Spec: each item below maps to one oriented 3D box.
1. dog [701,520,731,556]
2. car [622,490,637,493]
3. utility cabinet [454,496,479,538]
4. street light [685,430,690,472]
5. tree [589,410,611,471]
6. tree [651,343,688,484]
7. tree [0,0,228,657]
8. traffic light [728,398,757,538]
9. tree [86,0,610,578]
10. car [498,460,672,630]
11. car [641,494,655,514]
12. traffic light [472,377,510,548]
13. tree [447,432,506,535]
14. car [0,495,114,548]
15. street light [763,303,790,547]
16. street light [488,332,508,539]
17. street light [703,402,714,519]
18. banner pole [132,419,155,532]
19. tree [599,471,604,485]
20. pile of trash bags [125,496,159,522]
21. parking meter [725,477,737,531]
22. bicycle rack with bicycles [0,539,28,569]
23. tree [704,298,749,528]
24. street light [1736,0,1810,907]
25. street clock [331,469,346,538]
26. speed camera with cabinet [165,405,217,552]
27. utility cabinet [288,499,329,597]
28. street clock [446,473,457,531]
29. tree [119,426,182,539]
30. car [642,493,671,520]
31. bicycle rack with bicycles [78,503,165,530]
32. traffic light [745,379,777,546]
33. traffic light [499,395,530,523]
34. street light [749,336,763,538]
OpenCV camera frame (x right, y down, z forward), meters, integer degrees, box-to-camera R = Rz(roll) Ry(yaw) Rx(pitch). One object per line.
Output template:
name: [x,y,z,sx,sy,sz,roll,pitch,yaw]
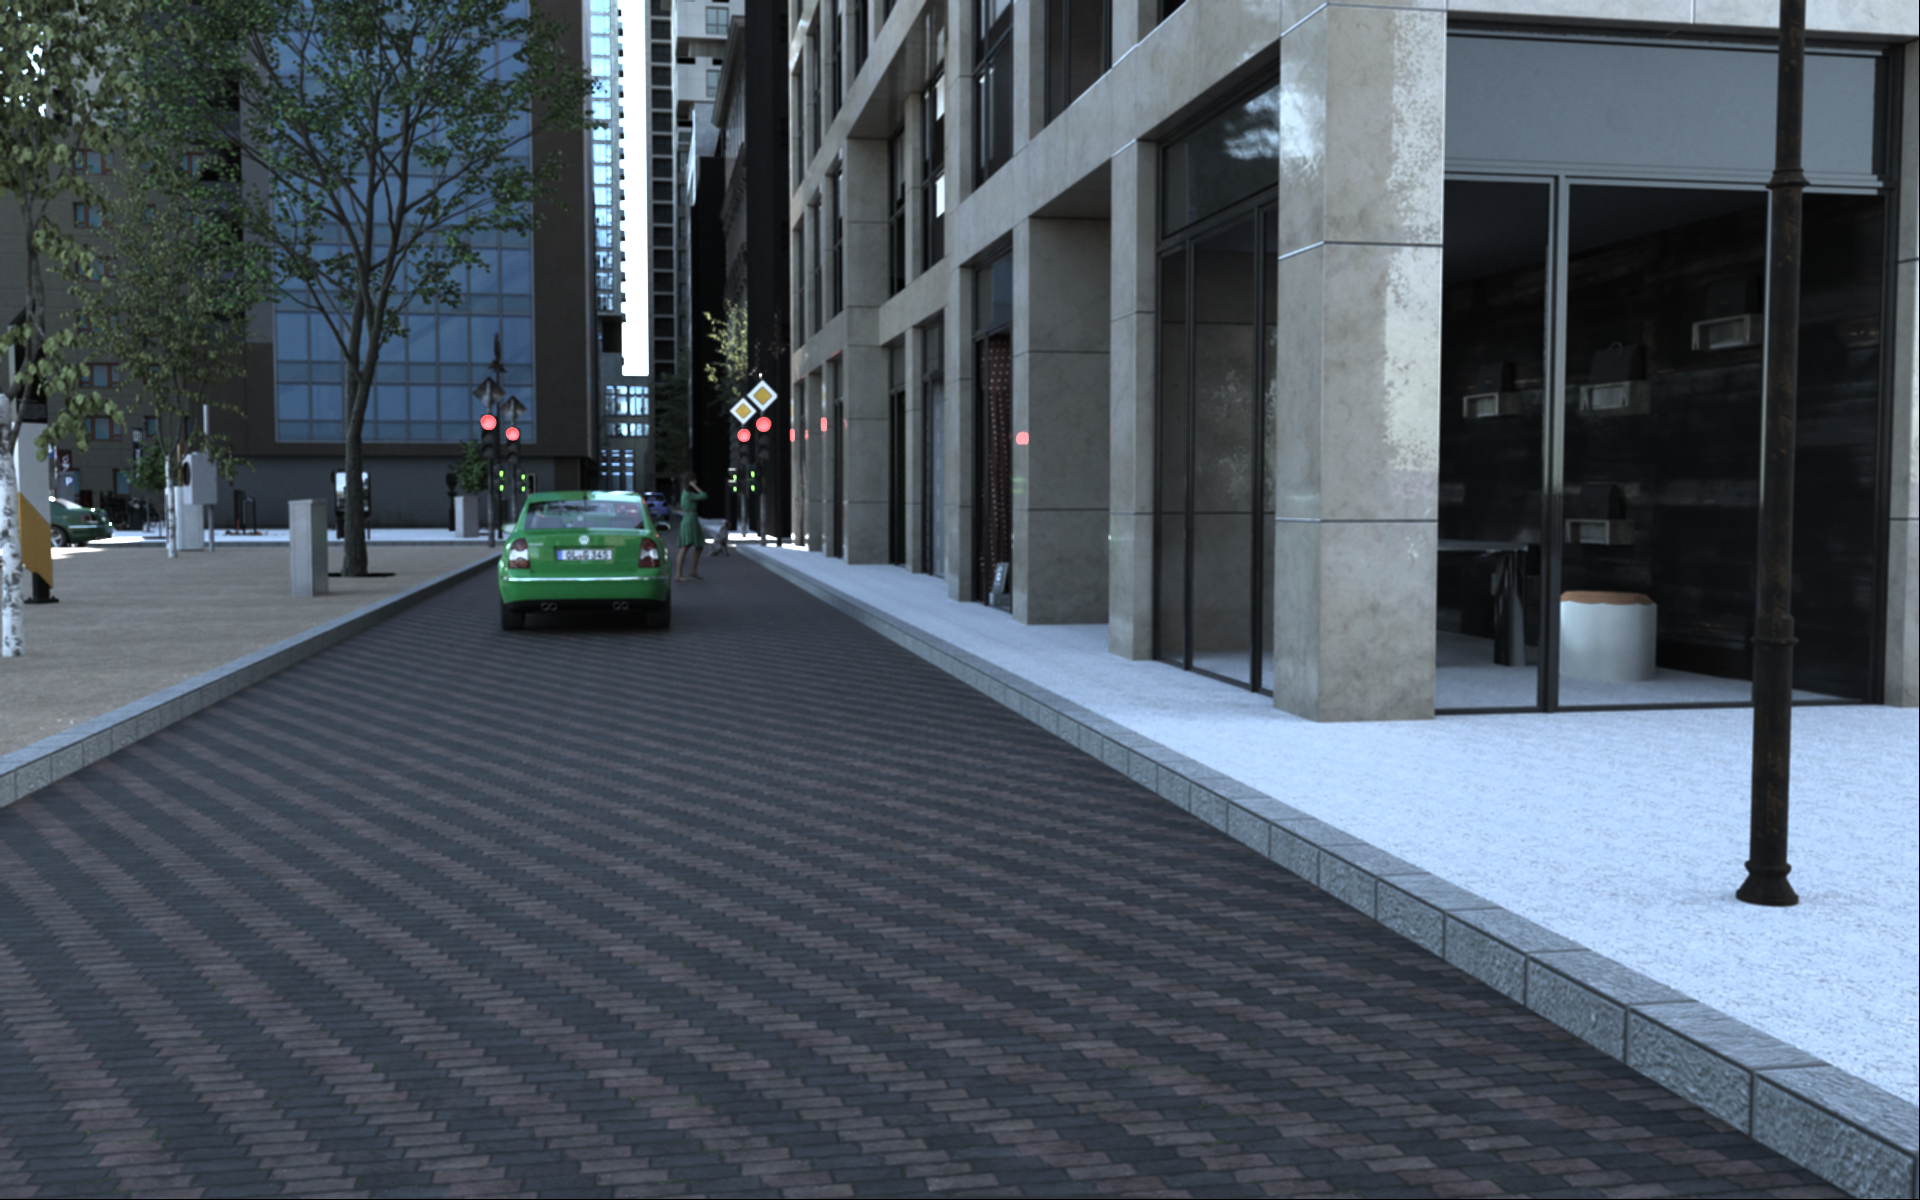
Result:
dog: [-5.710,-1.435,40.291,0.800,0.831,0.513,-1,4,-12]
car: [-33.315,-10.143,174.504,2.281,1.827,5.304,-1,4,-8]
utility cabinet: [-14.532,-2.438,51.022,0.306,1.237,1.020,1,4,9]
street light: [-19.487,-9.255,124.106,0.468,5.910,1.993,-1,4,-10]
tree: [-26.010,-10.262,118.148,4.360,8.622,3.978,0,3,0]
tree: [-19.443,-12.951,129.879,7.486,12.596,7.792,0,3,0]
tree: [-7.557,-3.844,13.219,4.737,8.622,4.395,0,3,0]
traffic light: [-6.323,-3.765,50.470,0.839,4.253,0.868,-1,4,-10]
tree: [-9.261,-6.173,26.685,9.928,11.665,9.643,0,3,0]
car: [-4.255,-0.670,19.748,1.959,1.807,4.718,-1,4,-11]
car: [-11.832,-3.179,61.011,2.155,1.783,4.494,-1,4,-10]
traffic light: [-11.216,-3.211,41.428,0.839,4.253,0.868,-1,4,-10]
tree: [-15.084,-3.627,53.907,1.663,3.219,1.824,0,3,0]
car: [-23.980,-1.938,43.477,4.920,1.459,2.131,-1,4,-10]
street light: [-4.411,-4.240,42.116,0.468,5.910,1.993,-1,4,-10]
street light: [-13.169,-4.688,49.437,0.468,5.910,1.993,-1,4,-10]
street light: [-12.665,-7.005,87.325,0.468,5.910,1.993,-1,4,-10]
banner pole: [-27.252,-4.139,57.693,0.401,3.779,0.863,1,4,14]
tree: [-36.412,-11.313,168.687,4.285,4.588,4.351,0,3,0]
pile of trash bags: [-37.580,-4.302,80.097,3.447,1.369,1.912,-3,4,-37]
parking meter: [-7.960,-3.337,60.265,0.255,1.863,0.399,3,4,36]
bicycle rack with bicycles: [-17.044,-0.958,29.038,2.925,0.926,2.852,1,4,19]
tree: [-7.812,-7.019,65.123,4.360,8.622,3.978,0,3,0]
street light: [2.551,-1.988,5.294,0.468,5.910,1.993,-1,4,-10]
street clock: [-18.013,-2.801,50.366,0.471,2.002,0.358,1,4,19]
speed camera with cabinet: [-17.243,-2.719,38.794,0.660,3.252,2.038,-3,5,-40]
utility cabinet: [-8.292,-0.666,22.046,0.306,1.237,1.020,-1,4,-10]
street clock: [-17.600,-3.391,60.011,0.358,2.002,0.471,-3,5,-39]
tree: [-23.044,-3.378,49.836,1.663,3.219,1.824,0,3,0]
car: [-16.943,-5.270,95.749,1.945,1.707,3.694,-1,4,-9]
bicycle rack with bicycles: [-31.970,-3.249,66.499,2.852,0.926,2.925,0,4,-6]
traffic light: [-4.866,-3.284,42.619,0.839,4.253,0.868,-1,4,-10]
traffic light: [-12.673,-3.692,49.280,0.839,4.253,0.868,-1,4,-10]
street light: [-5.931,-4.779,50.924,0.468,5.910,1.993,-1,4,-10]
